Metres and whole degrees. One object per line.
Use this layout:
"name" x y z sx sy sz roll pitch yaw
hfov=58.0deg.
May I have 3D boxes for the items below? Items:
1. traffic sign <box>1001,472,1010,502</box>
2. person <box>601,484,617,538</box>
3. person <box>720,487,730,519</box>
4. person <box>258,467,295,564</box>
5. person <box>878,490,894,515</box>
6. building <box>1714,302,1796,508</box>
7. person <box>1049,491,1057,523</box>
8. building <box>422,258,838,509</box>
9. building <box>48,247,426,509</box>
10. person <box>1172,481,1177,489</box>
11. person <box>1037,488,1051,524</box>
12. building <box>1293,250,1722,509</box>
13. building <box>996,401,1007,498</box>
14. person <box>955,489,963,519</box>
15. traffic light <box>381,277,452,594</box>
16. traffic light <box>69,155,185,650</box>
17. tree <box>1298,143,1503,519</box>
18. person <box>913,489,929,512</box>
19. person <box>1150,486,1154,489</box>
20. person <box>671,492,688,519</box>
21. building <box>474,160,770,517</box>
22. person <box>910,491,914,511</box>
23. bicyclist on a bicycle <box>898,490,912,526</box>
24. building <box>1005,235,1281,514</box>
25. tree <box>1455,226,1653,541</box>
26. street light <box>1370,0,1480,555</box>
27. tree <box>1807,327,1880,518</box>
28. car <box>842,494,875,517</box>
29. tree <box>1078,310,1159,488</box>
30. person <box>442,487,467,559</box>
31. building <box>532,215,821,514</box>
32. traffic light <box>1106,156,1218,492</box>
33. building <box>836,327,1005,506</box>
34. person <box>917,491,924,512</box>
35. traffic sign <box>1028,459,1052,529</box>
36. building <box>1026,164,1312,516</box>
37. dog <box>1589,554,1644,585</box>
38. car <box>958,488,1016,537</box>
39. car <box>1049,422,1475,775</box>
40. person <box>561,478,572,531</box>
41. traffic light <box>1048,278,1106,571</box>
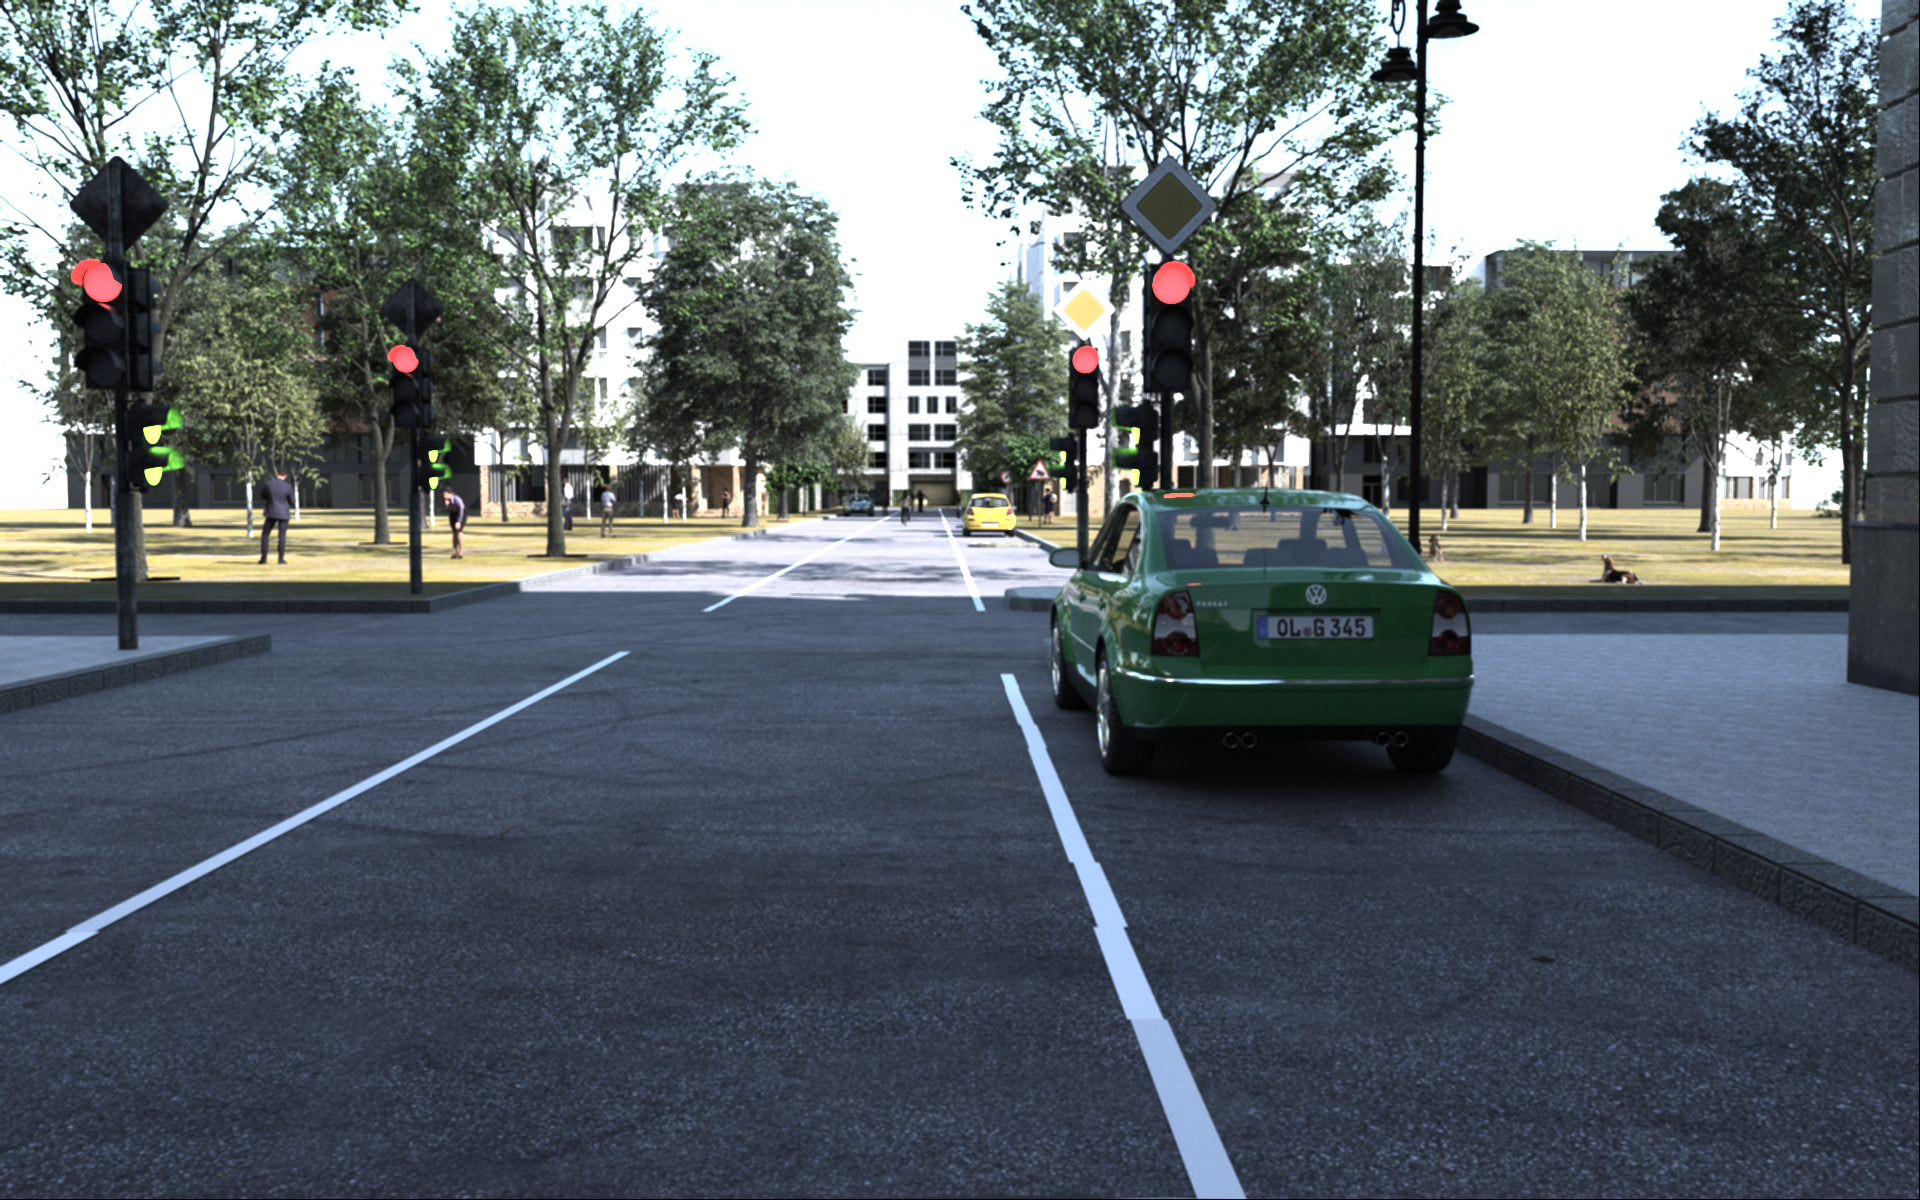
"traffic sign" 2.421 -5.312 86.954 0.768 2.556 0.104 0 4 7
"person" -10.407 -2.636 51.208 0.516 1.574 0.319 2 4 26
"person" -12.245 -5.051 90.098 0.593 1.643 0.415 1 4 18
"person" -12.544 -1.546 31.764 0.683 1.767 0.568 -1 4 -14
"person" -5.064 -6.655 118.035 1.217 1.743 0.721 -2 4 -35
"building" 70.207 -18.857 164.729 11.380 20.091 16.016 0 4 -1
"person" 4.048 -4.155 77.171 0.628 1.438 0.799 -2 4 -34
"building" -28.036 -19.184 157.626 32.646 21.610 27.936 0 4 -1
"building" -60.678 -19.154 157.147 32.646 21.610 27.936 0 4 -1
"person" 9.163 -4.258 75.531 0.599 1.838 0.709 2 4 29
"person" 3.594 -3.981 73.506 0.546 1.535 0.453 -2 4 -33
"building" 48.279 -19.265 158.963 32.646 21.610 27.936 0 4 -1
"building" 8.320 -13.147 157.098 9.099 9.664 28.070 0 4 -1
"person" 0.000 -5.648 101.360 0.721 1.766 1.217 -1 4 -9
"traffic light" -6.989 -2.016 22.201 0.839 4.213 0.868 0 4 -1
"traffic light" -6.867 -1.527 14.216 0.839 4.213 0.868 0 4 -1
"tree" 9.035 -5.258 36.333 4.360 8.622 3.978 0 3 0
"person" -3.079 -7.781 135.855 1.348 1.807 0.705 -1 4 -16
"person" 3.914 -1.703 35.848 0.435 1.587 0.963 -2 4 -26
"person" -14.515 -4.907 89.465 0.628 1.438 0.799 2 4 30
"building" -19.524 -15.091 103.157 16.016 20.091 11.380 0 4 -1
"person" -4.067 -8.395 146.675 0.530 1.710 0.541 2 4 35
"bicyclist on a bicycle" -2.466 -4.159 78.017 1.499 1.676 1.625 0 4 -2
"building" 12.506 -15.938 127.038 16.747 18.905 31.486 0 4 -1
"tree" 16.871 -5.911 47.000 4.737 8.622 4.395 0 3 0
"street light" 3.709 -2.522 14.027 0.468 5.910 1.993 0 4 -1
"tree" 52.264 -11.331 87.077 18.604 14.587 13.155 3 4 38
"car" -6.422 -6.006 109.990 2.131 1.459 4.920 0 4 -1
"tree" 6.345 -7.335 70.282 4.360 8.622 3.978 0 3 0
"person" -9.993 -1.526 34.224 0.421 1.427 0.697 1 4 12
"building" -19.517 -15.851 125.626 16.747 18.905 31.486 0 4 -1
"traffic light" 1.693 -1.536 14.362 0.839 4.213 0.868 0 4 -1
"building" -7.265 -19.872 191.366 31.486 18.905 16.747 0 4 -1
"person" -3.105 -7.846 137.497 0.721 1.743 1.217 1 4 20
"traffic sign" 2.929 -3.889 63.583 0.884 2.594 0.081 0 4 2
"building" 12.115 -15.226 105.360 16.016 20.091 11.380 0 4 -1
"dog" 9.440 -0.437 24.882 0.550 0.427 0.748 0 4 -7
"car" 0.955 -2.994 59.170 2.015 1.641 3.980 0 4 -1
"car" 1.558 -0.088 10.230 1.959 1.807 4.718 0 4 -2
"person" -13.908 -3.352 60.712 0.599 1.838 0.709 0 4 3
"traffic light" 1.571 -2.025 22.346 0.839 4.213 0.868 0 4 -1
